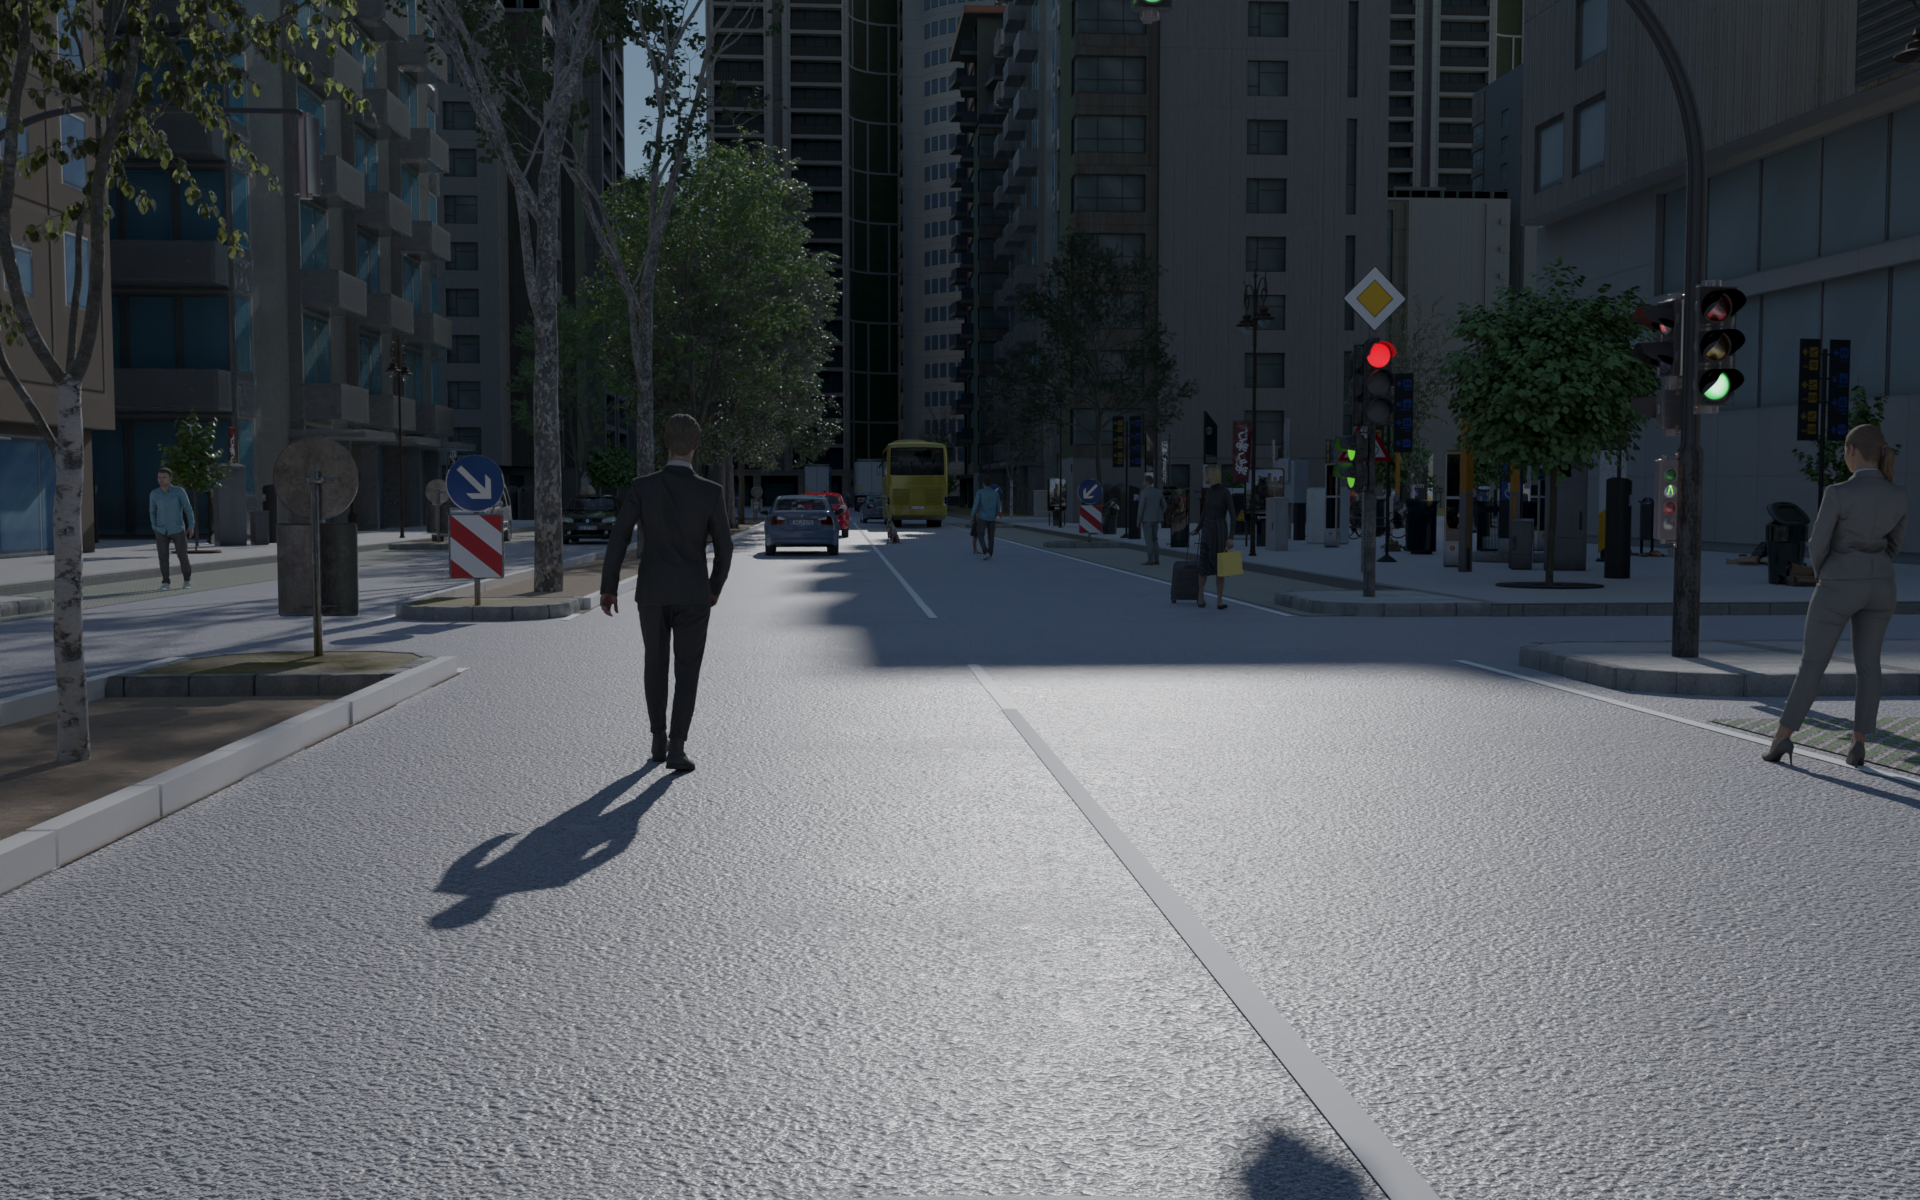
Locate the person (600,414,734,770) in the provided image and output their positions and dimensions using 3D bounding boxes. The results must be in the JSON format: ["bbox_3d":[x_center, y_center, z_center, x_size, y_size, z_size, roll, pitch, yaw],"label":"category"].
[{"bbox_3d":[-1.512,-0.051,9.115,0.659,1.850,0.755,0,4,-2],"label":"person"}]

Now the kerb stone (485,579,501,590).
[{"bbox_3d":[-7.061,-0.226,25.894,0.120,0.150,1.000,0,4,-4],"label":"kerb stone"}]

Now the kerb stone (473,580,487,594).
[{"bbox_3d":[-6.989,-0.164,24.874,0.120,0.150,1.000,0,4,-4],"label":"kerb stone"}]

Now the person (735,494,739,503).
[{"bbox_3d":[-15.098,-6.492,117.882,0.697,1.427,0.421,0,4,7],"label":"person"}]

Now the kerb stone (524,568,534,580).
[{"bbox_3d":[-7.302,-0.409,28.972,0.120,0.150,1.000,0,4,-4],"label":"kerb stone"}]

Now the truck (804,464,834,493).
[{"bbox_3d":[-13.687,-10.915,167.371,2.839,4.237,11.283,0,4,-3],"label":"truck"}]

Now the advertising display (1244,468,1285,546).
[{"bbox_3d":[7.439,-2.273,42.376,0.974,1.923,0.123,0,4,2],"label":"advertising display"}]

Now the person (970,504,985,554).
[{"bbox_3d":[0.425,-1.725,41.373,0.373,1.253,0.362,0,4,-6],"label":"person"}]

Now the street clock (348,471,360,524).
[{"bbox_3d":[-17.372,-2.747,49.487,0.471,2.002,0.358,2,4,27],"label":"street clock"}]

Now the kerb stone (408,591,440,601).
[{"bbox_3d":[-6.760,0.024,21.803,0.120,0.150,1.000,0,4,-4],"label":"kerb stone"}]

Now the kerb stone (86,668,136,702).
[{"bbox_3d":[-6.038,0.617,12.103,0.120,0.150,1.000,0,4,-4],"label":"kerb stone"}]

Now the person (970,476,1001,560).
[{"bbox_3d":[0.584,-1.787,37.743,0.660,1.820,0.620,-2,4,-26],"label":"person"}]

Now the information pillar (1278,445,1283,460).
[{"bbox_3d":[13.956,-5.101,74.758,0.504,3.616,0.183,0,4,6],"label":"information pillar"}]

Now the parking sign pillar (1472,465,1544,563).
[{"bbox_3d":[10.431,-2.706,32.718,1.447,3.967,1.447,1,4,19],"label":"parking sign pillar"}]

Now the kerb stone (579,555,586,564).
[{"bbox_3d":[-7.757,-0.790,35.105,0.120,0.150,1.000,0,4,-4],"label":"kerb stone"}]

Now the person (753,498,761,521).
[{"bbox_3d":[-10.590,-4.705,90.448,0.505,1.210,0.382,1,4,16],"label":"person"}]

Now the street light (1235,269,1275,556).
[{"bbox_3d":[6.068,-3.850,35.736,0.468,5.910,1.993,0,4,-4],"label":"street light"}]

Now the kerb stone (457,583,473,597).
[{"bbox_3d":[-6.910,-0.101,23.855,0.120,0.150,1.000,0,4,-4],"label":"kerb stone"}]

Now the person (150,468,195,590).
[{"bbox_3d":[-11.773,-1.065,25.924,0.660,1.820,0.620,-1,4,-8],"label":"person"}]

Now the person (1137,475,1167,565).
[{"bbox_3d":[3.835,-1.601,34.783,0.635,1.810,0.391,-3,5,-41],"label":"person"}]

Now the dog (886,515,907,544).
[{"bbox_3d":[-1.825,-2.021,49.884,0.800,0.831,0.513,-1,4,-22],"label":"dog"}]

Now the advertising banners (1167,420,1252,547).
[{"bbox_3d":[5.992,-2.765,41.401,2.074,3.025,0.090,1,4,14],"label":"advertising banners"}]

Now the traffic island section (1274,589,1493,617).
[{"bbox_3d":[5.134,0.039,21.646,2.009,0.180,2.903,0,4,-4],"label":"traffic island section"}]

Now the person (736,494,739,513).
[{"bbox_3d":[-16.759,-7.236,130.032,0.599,1.433,0.991,0,4,-4],"label":"person"}]

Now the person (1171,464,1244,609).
[{"bbox_3d":[3.142,-0.813,22.016,0.699,1.804,1.509,0,4,-2],"label":"person"}]

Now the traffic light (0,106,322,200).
[{"bbox_3d":[-9.990,-2.798,20.421,4.771,5.953,1.251,0,4,-4],"label":"traffic light"}]

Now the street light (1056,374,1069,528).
[{"bbox_3d":[3.833,-5.692,65.851,0.468,5.910,1.993,0,4,-4],"label":"street light"}]

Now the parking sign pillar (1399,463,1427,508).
[{"bbox_3d":[22.162,-5.886,84.705,1.447,3.967,1.447,-1,4,-11],"label":"parking sign pillar"}]

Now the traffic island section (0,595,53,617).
[{"bbox_3d":[-12.110,0.117,20.361,2.009,0.180,2.903,0,4,-4],"label":"traffic island section"}]

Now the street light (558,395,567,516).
[{"bbox_3d":[-18.664,-6.629,81.165,0.468,5.910,1.993,0,4,-4],"label":"street light"}]

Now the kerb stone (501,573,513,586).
[{"bbox_3d":[-7.140,-0.288,26.913,0.120,0.150,1.000,0,4,-4],"label":"kerb stone"}]

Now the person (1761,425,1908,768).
[{"bbox_3d":[4.621,-0.022,9.140,0.520,1.790,0.573,-1,4,-23],"label":"person"}]

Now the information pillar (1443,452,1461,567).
[{"bbox_3d":[8.648,-1.583,30.373,0.304,2.012,0.304,1,4,16],"label":"information pillar"}]

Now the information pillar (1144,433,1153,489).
[{"bbox_3d":[7.299,-4.629,67.037,0.183,3.616,0.504,3,5,41],"label":"information pillar"}]

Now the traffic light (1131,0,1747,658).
[{"bbox_3d":[3.611,-2.361,13.269,4.771,5.953,1.251,0,4,-4],"label":"traffic light"}]

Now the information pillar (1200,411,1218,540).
[{"bbox_3d":[7.036,-3.512,48.780,0.504,3.616,0.183,-3,4,-36],"label":"information pillar"}]

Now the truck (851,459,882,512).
[{"bbox_3d":[-7.500,-9.450,143.413,2.839,4.237,11.283,0,4,-5],"label":"truck"}]

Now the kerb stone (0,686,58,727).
[{"bbox_3d":[-5.962,0.680,11.084,0.120,0.150,1.000,0,4,-4],"label":"kerb stone"}]

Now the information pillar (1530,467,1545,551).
[{"bbox_3d":[13.047,-2.111,39.010,0.304,2.012,0.304,-2,4,-23],"label":"information pillar"}]

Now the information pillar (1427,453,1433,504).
[{"bbox_3d":[26.651,-6.538,98.248,0.504,3.616,0.183,-3,5,-39],"label":"information pillar"}]

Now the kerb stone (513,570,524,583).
[{"bbox_3d":[-7.224,-0.351,27.936,0.120,0.150,1.000,0,4,-4],"label":"kerb stone"}]

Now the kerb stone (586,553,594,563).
[{"bbox_3d":[-7.827,-0.850,36.127,0.120,0.150,1.000,0,4,-4],"label":"kerb stone"}]

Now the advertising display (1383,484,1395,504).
[{"bbox_3d":[24.229,-5.656,97.688,0.974,1.923,0.123,1,4,10],"label":"advertising display"}]

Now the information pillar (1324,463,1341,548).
[{"bbox_3d":[8.937,-2.266,41.537,0.304,2.012,0.304,2,4,29],"label":"information pillar"}]

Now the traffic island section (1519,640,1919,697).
[{"bbox_3d":[5.731,0.526,13.683,2.009,0.180,2.903,0,4,-4],"label":"traffic island section"}]

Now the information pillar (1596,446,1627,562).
[{"bbox_3d":[12.297,-2.526,32.653,0.504,3.616,0.183,1,4,19],"label":"information pillar"}]

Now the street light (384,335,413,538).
[{"bbox_3d":[-16.331,-4.755,50.533,0.468,5.910,1.993,0,4,-4],"label":"street light"}]

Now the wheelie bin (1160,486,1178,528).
[{"bbox_3d":[7.928,-3.502,65.171,0.980,1.594,0.693,3,5,39],"label":"wheelie bin"}]

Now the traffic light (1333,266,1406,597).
[{"bbox_3d":[5.093,-1.994,21.529,0.839,4.253,0.868,0,4,-4],"label":"traffic light"}]

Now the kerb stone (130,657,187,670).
[{"bbox_3d":[-6.104,0.555,13.125,0.120,0.150,1.000,0,4,-4],"label":"kerb stone"}]

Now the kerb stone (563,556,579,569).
[{"bbox_3d":[-7.681,-0.727,34.080,0.120,0.150,1.000,0,4,-4],"label":"kerb stone"}]

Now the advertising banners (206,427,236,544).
[{"bbox_3d":[-19.124,-2.980,44.905,0.090,3.025,2.074,0,4,-2],"label":"advertising banners"}]

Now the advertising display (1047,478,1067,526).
[{"bbox_3d":[3.901,-3.943,69.675,0.974,1.923,0.123,-3,5,-41],"label":"advertising display"}]

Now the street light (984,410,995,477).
[{"bbox_3d":[1.638,-7.525,95.819,0.468,5.910,1.993,0,4,-4],"label":"street light"}]

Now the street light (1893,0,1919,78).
[{"bbox_3d":[7.836,-2.482,13.361,0.468,5.910,1.993,0,4,-4],"label":"street light"}]

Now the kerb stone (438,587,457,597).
[{"bbox_3d":[-6.831,-0.039,22.825,0.120,0.150,1.000,0,4,-4],"label":"kerb stone"}]

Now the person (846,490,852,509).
[{"bbox_3d":[-10.910,-9.932,170.754,0.599,1.838,0.709,-1,4,-14],"label":"person"}]
